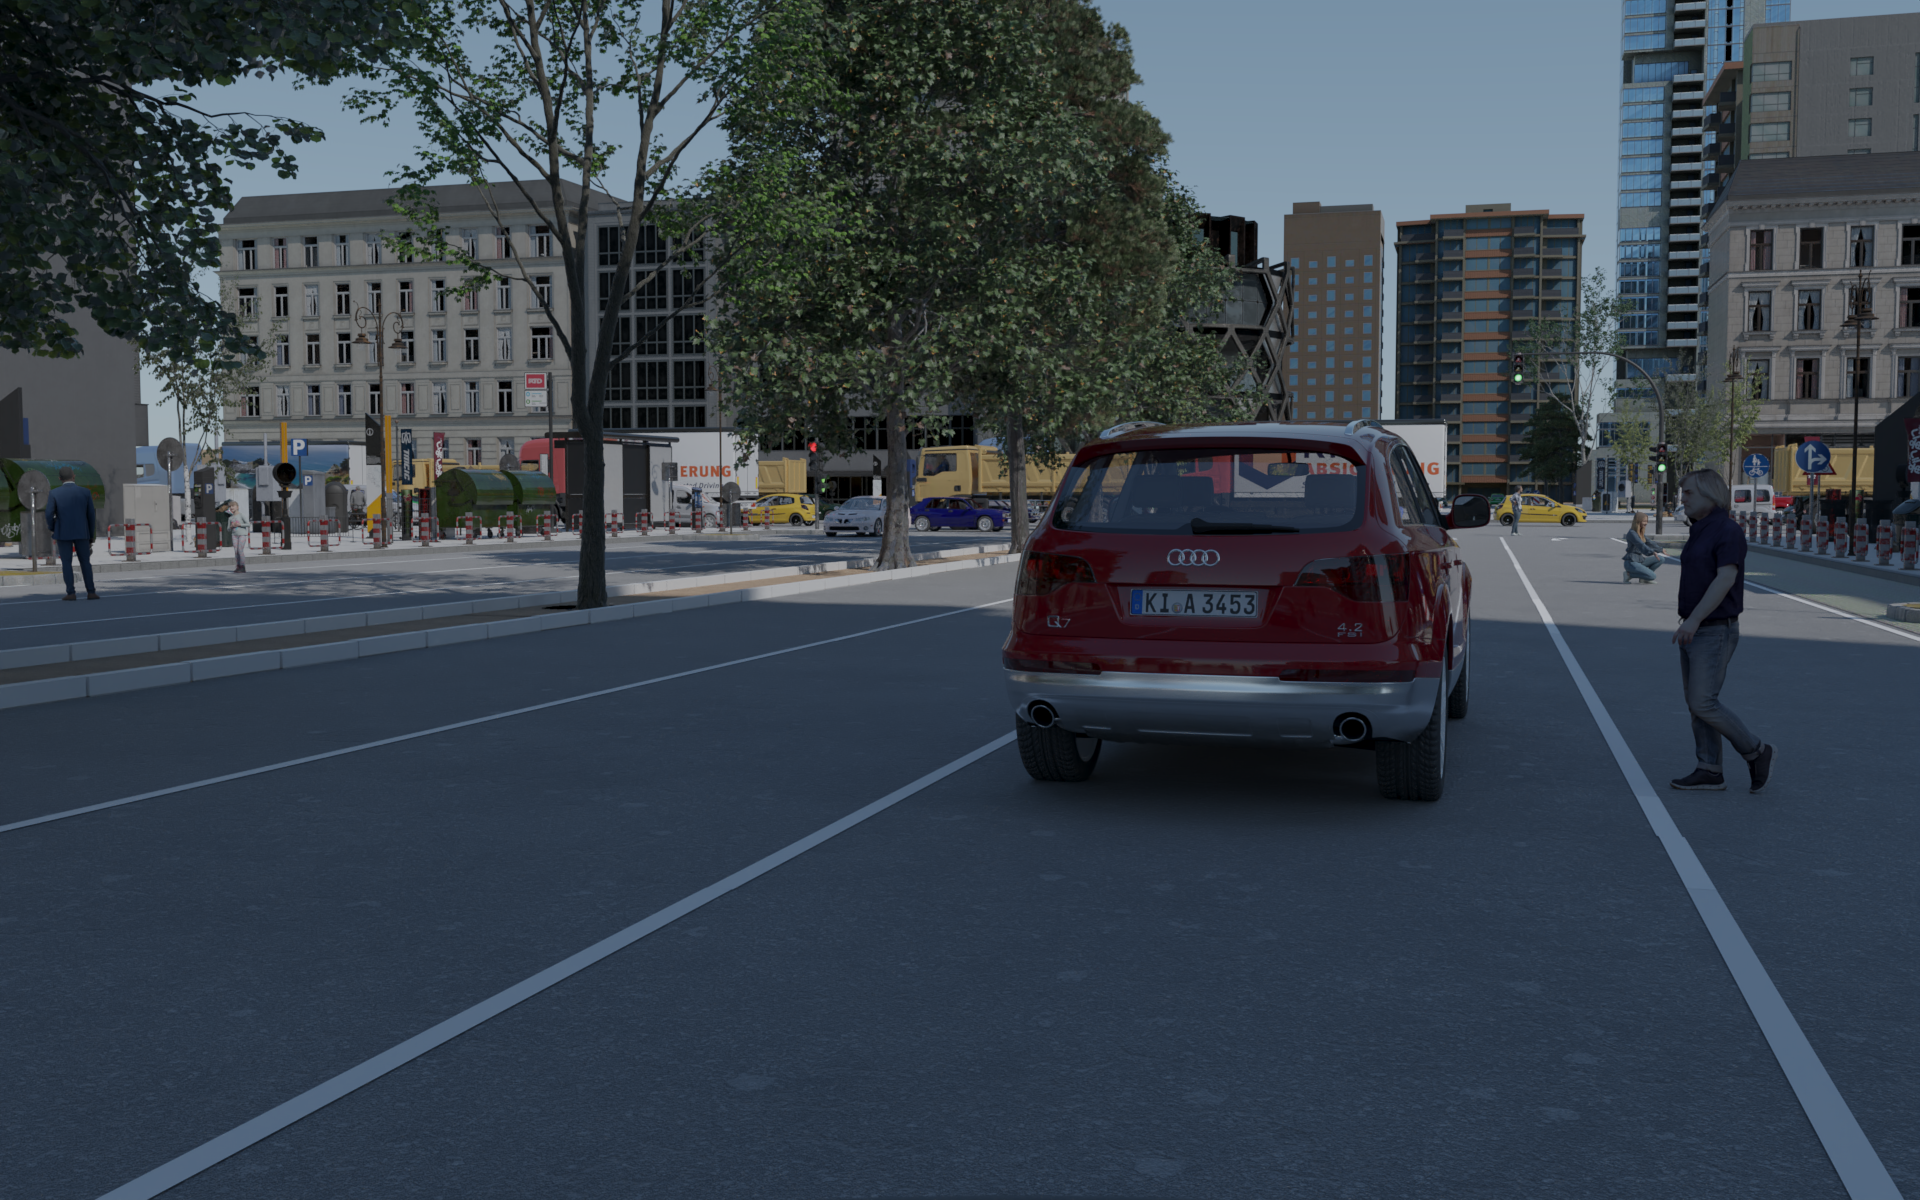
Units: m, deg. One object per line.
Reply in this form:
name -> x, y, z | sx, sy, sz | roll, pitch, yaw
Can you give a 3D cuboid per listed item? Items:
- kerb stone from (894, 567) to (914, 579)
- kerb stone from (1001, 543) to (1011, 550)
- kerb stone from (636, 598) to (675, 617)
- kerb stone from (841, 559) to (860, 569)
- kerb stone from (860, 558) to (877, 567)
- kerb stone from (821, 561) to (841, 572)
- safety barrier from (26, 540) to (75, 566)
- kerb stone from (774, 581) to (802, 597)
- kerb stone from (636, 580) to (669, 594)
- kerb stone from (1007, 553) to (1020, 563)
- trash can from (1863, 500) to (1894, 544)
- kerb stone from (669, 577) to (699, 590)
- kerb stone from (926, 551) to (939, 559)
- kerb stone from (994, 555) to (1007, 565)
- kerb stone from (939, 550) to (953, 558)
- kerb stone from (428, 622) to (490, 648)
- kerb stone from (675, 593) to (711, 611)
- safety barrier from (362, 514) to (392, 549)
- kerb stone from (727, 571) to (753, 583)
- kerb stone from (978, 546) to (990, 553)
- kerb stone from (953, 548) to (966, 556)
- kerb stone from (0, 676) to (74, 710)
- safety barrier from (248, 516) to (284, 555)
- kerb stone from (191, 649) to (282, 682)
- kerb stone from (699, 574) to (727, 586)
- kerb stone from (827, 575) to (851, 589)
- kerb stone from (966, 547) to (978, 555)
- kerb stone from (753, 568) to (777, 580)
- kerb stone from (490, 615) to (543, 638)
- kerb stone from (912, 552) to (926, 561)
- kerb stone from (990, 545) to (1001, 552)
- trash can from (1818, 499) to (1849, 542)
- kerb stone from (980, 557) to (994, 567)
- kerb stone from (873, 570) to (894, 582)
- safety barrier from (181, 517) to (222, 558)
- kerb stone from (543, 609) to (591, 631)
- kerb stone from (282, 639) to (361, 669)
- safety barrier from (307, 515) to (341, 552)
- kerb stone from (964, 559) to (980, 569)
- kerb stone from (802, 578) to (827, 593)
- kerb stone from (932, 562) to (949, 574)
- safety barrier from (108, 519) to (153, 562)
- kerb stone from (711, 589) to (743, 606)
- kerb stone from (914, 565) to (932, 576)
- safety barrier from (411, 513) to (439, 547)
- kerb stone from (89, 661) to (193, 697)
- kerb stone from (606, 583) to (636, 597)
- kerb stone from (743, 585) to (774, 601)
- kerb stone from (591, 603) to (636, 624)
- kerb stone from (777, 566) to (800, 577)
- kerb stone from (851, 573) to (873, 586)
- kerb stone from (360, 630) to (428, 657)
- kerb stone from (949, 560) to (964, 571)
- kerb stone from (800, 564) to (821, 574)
kerb stone -> -1.047, -0.446, 29.492 | 0.120, 0.150, 1.000 | 1, 4, 17
kerb stone -> 1.055, -1.325, 43.920 | 0.120, 0.150, 1.000 | 1, 4, 17
kerb stone -> -3.698, 0.097, 20.604 | 0.120, 0.150, 1.000 | 1, 4, 17
kerb stone -> -2.186, -0.663, 33.039 | 0.120, 0.150, 1.000 | 1, 4, 17
kerb stone -> -1.893, -0.724, 34.027 | 0.120, 0.150, 1.000 | 1, 4, 17
kerb stone -> -2.484, -0.603, 32.050 | 0.120, 0.150, 1.000 | 1, 4, 17
safety barrier -> -16.266, -1.021, 30.967 | 0.300, 0.817, 1.120 | 1, 4, 17
kerb stone -> -2.523, -0.144, 24.549 | 0.120, 0.150, 1.000 | 1, 4, 17
kerb stone -> -4.541, -0.179, 25.142 | 0.120, 0.150, 1.000 | 1, 4, 17
kerb stone -> 1.022, -0.870, 36.428 | 0.120, 0.150, 1.000 | 1, 4, 17
trash can -> 23.839, -2.038, 44.975 | 0.748, 1.137, 0.748 | 0, 3, 0
kerb stone -> -4.246, -0.240, 26.126 | 0.120, 0.150, 1.000 | 1, 4, 17
kerb stone -> -0.716, -0.966, 37.983 | 0.120, 0.150, 1.000 | 1, 4, 17
kerb stone -> 0.720, -0.803, 35.437 | 0.120, 0.150, 1.000 | 1, 4, 17
kerb stone -> -0.417, -1.026, 38.975 | 0.120, 0.150, 1.000 | 1, 4, 17
kerb stone -> -4.876, 0.339, 16.657 | 0.120, 0.150, 1.000 | 1, 4, 17
kerb stone -> -3.410, 0.041, 21.599 | 0.120, 0.150, 1.000 | 1, 4, 17
safety barrier -> -13.522, -1.584, 40.170 | 0.300, 0.817, 1.120 | 1, 4, 17
kerb stone -> -3.654, -0.360, 28.095 | 0.120, 0.150, 1.000 | 1, 4, 17
kerb stone -> 0.466, -1.208, 41.943 | 0.120, 0.150, 1.000 | 1, 4, 17
kerb stone -> -0.120, -1.084, 39.965 | 0.120, 0.150, 1.000 | 1, 4, 17
kerb stone -> -6.350, 0.640, 11.725 | 0.120, 0.150, 1.000 | 1, 4, 17
safety barrier -> -14.615, -1.359, 36.491 | 0.300, 0.817, 1.120 | 1, 4, 17
kerb stone -> -5.762, 0.520, 13.699 | 0.120, 0.150, 1.000 | 1, 4, 17
kerb stone -> -3.956, -0.295, 27.111 | 0.120, 0.150, 1.000 | 1, 4, 17
kerb stone -> -1.937, -0.263, 26.528 | 0.120, 0.150, 1.000 | 1, 4, 17
kerb stone -> 0.182, -1.147, 40.948 | 0.120, 0.150, 1.000 | 1, 4, 17
kerb stone -> -3.359, -0.421, 29.079 | 0.120, 0.150, 1.000 | 1, 4, 17
kerb stone -> -4.582, 0.283, 17.646 | 0.120, 0.150, 1.000 | 1, 4, 17
kerb stone -> -0.997, -0.905, 36.996 | 0.120, 0.150, 1.000 | 1, 4, 17
kerb stone -> 0.764, -1.268, 42.926 | 0.120, 0.150, 1.000 | 1, 4, 17
trash can -> 23.455, -2.134, 46.547 | 0.748, 1.137, 0.748 | 0, 3, 0
kerb stone -> 0.435, -0.744, 34.442 | 0.120, 0.150, 1.000 | 1, 4, 17
kerb stone -> -1.354, -0.380, 28.504 | 0.120, 0.150, 1.000 | 1, 4, 17
safety barrier -> -15.167, -1.246, 34.655 | 0.300, 0.817, 1.120 | 1, 4, 17
kerb stone -> -4.299, 0.218, 18.636 | 0.120, 0.150, 1.000 | 1, 4, 17
kerb stone -> -5.462, 0.465, 14.682 | 0.120, 0.150, 1.000 | 1, 4, 17
safety barrier -> -14.072, -1.471, 38.334 | 0.300, 0.817, 1.120 | 1, 4, 17
kerb stone -> 0.133, -0.689, 33.453 | 0.120, 0.150, 1.000 | 1, 4, 17
kerb stone -> -2.231, -0.204, 25.535 | 0.120, 0.150, 1.000 | 1, 4, 17
kerb stone -> -0.458, -0.568, 31.480 | 0.120, 0.150, 1.000 | 1, 4, 17
safety barrier -> -15.716, -1.134, 32.818 | 0.300, 0.817, 1.120 | 1, 4, 17
kerb stone -> -3.116, -0.020, 22.583 | 0.120, 0.150, 1.000 | 1, 4, 17
kerb stone -> -0.748, -0.507, 30.484 | 0.120, 0.150, 1.000 | 1, 4, 17
safety barrier -> -12.975, -1.697, 42.015 | 0.300, 0.817, 1.120 | 1, 4, 17
kerb stone -> -6.053, 0.583, 12.708 | 0.120, 0.150, 1.000 | 1, 4, 17
kerb stone -> -4.834, -0.115, 24.146 | 0.120, 0.150, 1.000 | 1, 4, 17
kerb stone -> -2.815, -0.084, 23.565 | 0.120, 0.150, 1.000 | 1, 4, 17
kerb stone -> -3.991, 0.158, 19.617 | 0.120, 0.150, 1.000 | 1, 4, 17
kerb stone -> -3.071, -0.480, 30.064 | 0.120, 0.150, 1.000 | 1, 4, 17
kerb stone -> -1.643, -0.324, 27.513 | 0.120, 0.150, 1.000 | 1, 4, 17
kerb stone -> -5.177, 0.399, 15.668 | 0.120, 0.150, 1.000 | 1, 4, 17
kerb stone -> -0.163, -0.628, 32.464 | 0.120, 0.150, 1.000 | 1, 4, 17
kerb stone -> -2.770, -0.542, 31.055 | 0.120, 0.150, 1.000 | 1, 4, 17
